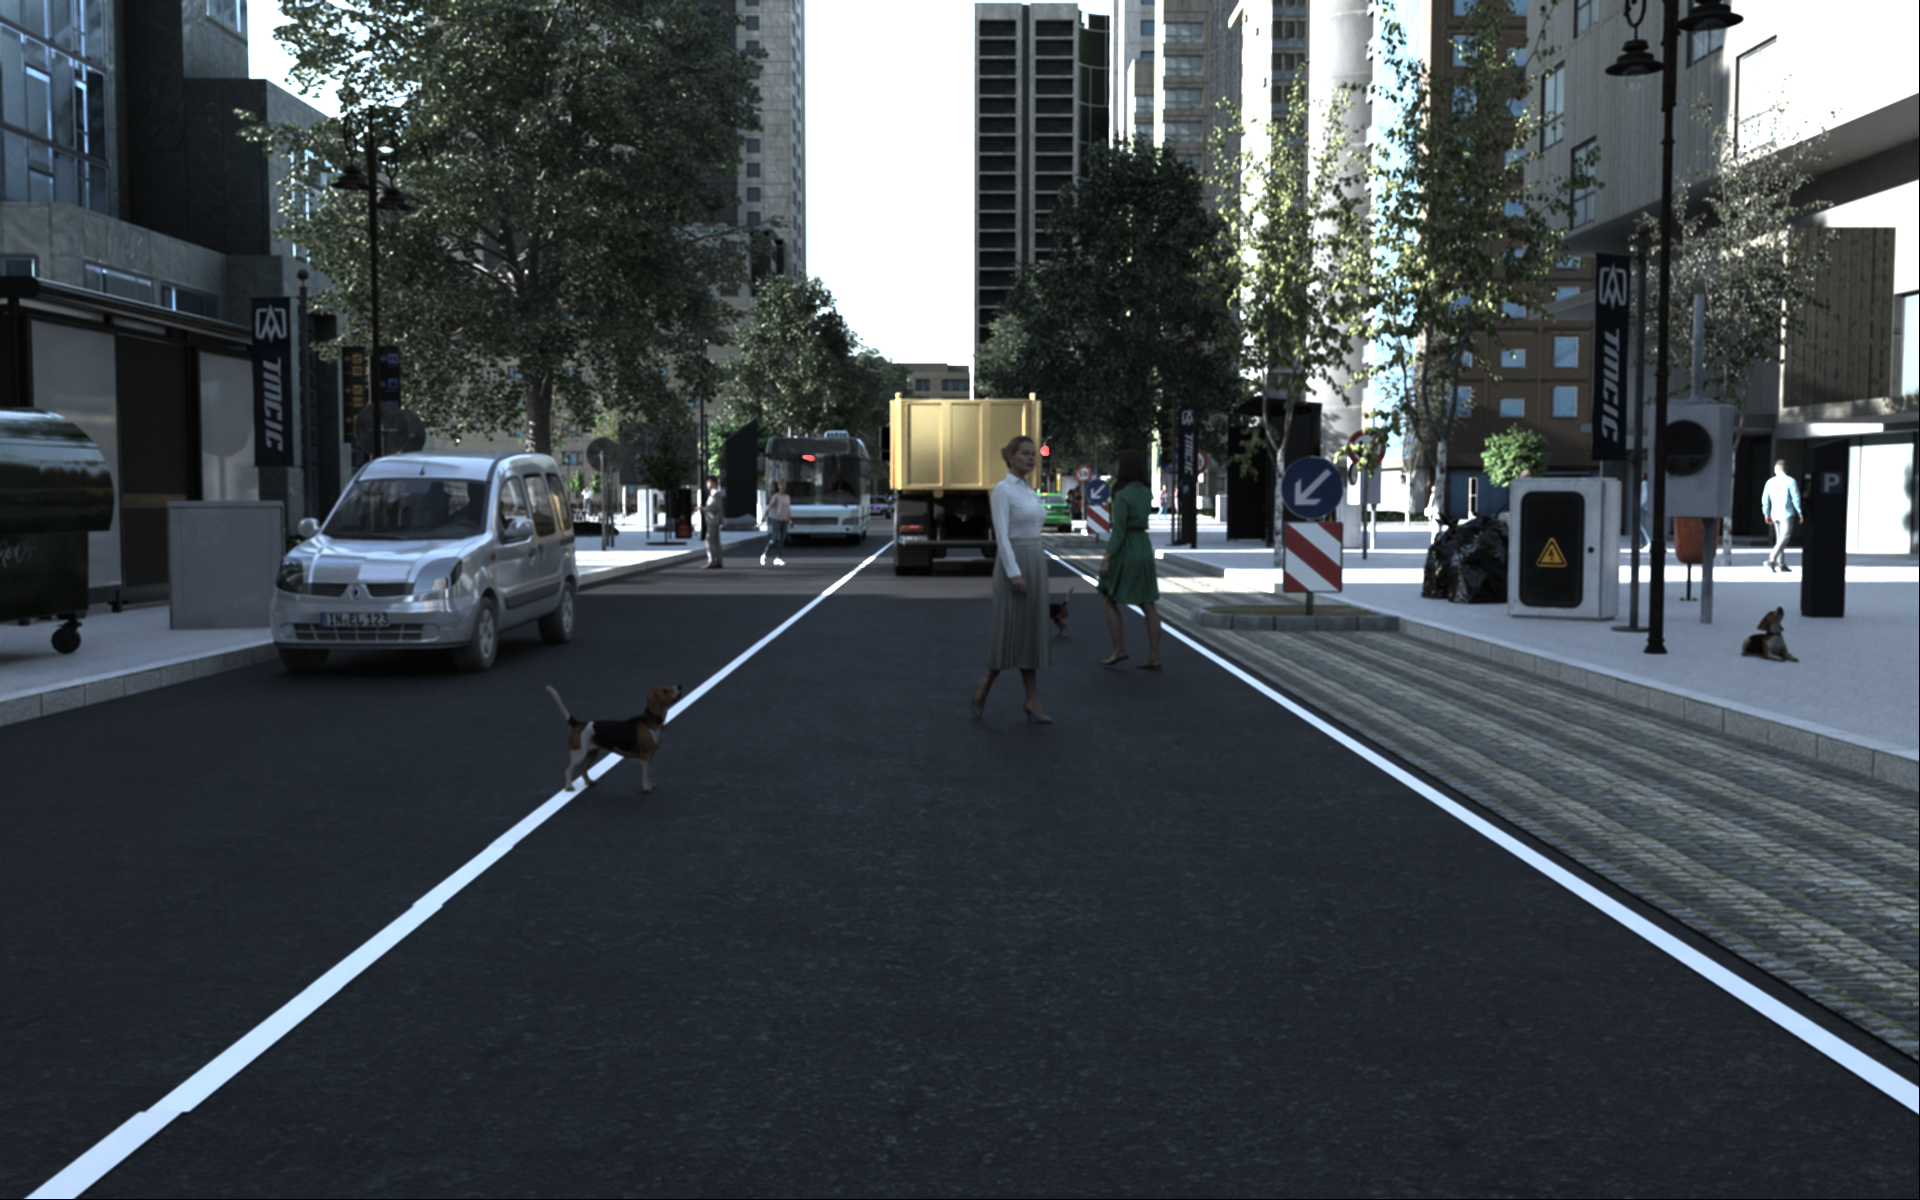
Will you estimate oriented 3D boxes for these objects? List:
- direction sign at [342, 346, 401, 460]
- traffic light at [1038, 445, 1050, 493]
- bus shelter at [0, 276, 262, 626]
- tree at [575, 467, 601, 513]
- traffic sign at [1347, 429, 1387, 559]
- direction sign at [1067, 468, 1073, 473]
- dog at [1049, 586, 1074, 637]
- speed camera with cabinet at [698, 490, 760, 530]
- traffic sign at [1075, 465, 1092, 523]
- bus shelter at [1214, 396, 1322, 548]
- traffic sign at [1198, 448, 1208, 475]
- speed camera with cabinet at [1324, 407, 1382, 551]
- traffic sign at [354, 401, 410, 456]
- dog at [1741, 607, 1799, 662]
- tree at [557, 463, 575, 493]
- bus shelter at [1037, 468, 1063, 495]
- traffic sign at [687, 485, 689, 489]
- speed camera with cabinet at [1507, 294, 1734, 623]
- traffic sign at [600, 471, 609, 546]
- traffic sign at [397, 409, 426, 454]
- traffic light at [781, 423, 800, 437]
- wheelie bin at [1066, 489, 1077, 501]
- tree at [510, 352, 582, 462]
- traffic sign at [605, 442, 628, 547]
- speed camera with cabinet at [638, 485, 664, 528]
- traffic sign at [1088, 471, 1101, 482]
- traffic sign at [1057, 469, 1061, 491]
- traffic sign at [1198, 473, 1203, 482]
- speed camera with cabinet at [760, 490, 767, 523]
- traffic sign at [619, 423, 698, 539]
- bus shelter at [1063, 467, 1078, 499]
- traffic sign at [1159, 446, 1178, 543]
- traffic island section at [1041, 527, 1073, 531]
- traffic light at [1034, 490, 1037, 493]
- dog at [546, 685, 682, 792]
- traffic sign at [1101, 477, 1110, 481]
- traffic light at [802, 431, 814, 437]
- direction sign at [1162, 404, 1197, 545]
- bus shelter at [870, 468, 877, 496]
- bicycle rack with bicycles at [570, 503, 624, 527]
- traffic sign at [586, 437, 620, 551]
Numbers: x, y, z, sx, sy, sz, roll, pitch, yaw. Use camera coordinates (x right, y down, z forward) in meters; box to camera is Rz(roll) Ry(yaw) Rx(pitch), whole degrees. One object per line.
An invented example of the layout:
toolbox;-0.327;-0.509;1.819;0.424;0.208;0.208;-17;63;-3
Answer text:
direction sign;-9.012;-2.116;26.588;0.876;3.537;0.379;0;4;-1
traffic light;3.361;-4.881;68.725;0.839;4.253;0.868;0;4;0
bus shelter;-9.891;-2.478;18.145;2.179;5.291;8.768;0;4;0
tree;-26.496;-7.724;120.880;1.663;3.219;1.824;0;3;0
traffic sign;7.950;-2.070;33.943;0.768;2.556;0.104;0;4;2
direction sign;8.261;-8.607;132.721;0.876;3.537;0.379;-1;4;-14
dog;0.886;0.124;17.255;0.406;0.507;0.540;1;4;15
speed camera with cabinet;-8.410;-4.171;62.537;2.038;3.252;0.660;1;4;11
traffic sign;5.457;-4.681;76.643;0.768;2.556;0.104;0;4;2
bus shelter;7.868;-3.261;44.608;1.731;3.624;6.357;0;4;0
traffic sign;6.424;-2.903;47.574;0.768;2.556;0.104;0;4;6
speed camera with cabinet;9.071;-2.798;40.086;0.660;3.252;2.038;-1;4;-11
traffic sign;-7.959;-1.453;23.867;0.768;2.556;0.104;0;3;0
dog;6.414;0.252;13.611;0.550;0.427;0.748;3;5;45
tree;-21.745;-5.930;91.550;1.663;3.219;1.824;0;3;0
bus shelter;5.747;-7.701;119.842;2.014;3.302;5.546;0;4;0
traffic sign;-10.741;-4.184;68.512;0.768;2.556;0.104;0;4;4
speed camera with cabinet;6.644;-1.415;17.477;2.038;3.252;0.660;3;4;37
traffic sign;-8.661;-2.593;42.504;0.768;2.556;0.104;0;4;2
traffic sign;-8.384;-1.582;25.978;0.768;2.556;0.104;0;4;2
traffic light;-6.700;-4.878;68.674;0.839;4.253;0.868;0;4;0
wheelie bin;7.450;-6.508;114.315;0.693;1.594;0.980;3;5;41
tree;-19.935;-8.138;83.412;4.360;8.622;3.978;0;3;0
traffic sign;-8.408;-2.551;41.821;0.768;2.556;0.104;0;4;3
speed camera with cabinet;-11.842;-4.411;66.464;0.660;3.252;2.038;0;4;3
traffic sign;7.286;-5.764;94.352;0.768;2.556;0.104;0;4;4
traffic sign;7.731;-9.071;142.184;2.265;3.308;0.079;0;4;8
traffic sign;8.593;-3.742;63.306;0.606;2.300;0.079;0;4;7
speed camera with cabinet;-9.111;-5.097;77.666;2.038;3.252;0.660;-2;4;-30
traffic sign;-8.634;-3.408;49.589;2.265;3.308;0.079;0;4;2
bus shelter;8.068;-7.926;123.506;2.014;3.302;5.546;0;4;0
traffic sign;5.612;-2.783;45.601;0.768;2.556;0.104;0;3;0
traffic island section;3.401;-2.848;68.839;2.009;0.180;2.903;0;4;0
traffic light;3.333;-5.369;76.710;0.839;4.253;0.868;0;4;0
dog;-1.671;0.666;8.402;0.540;0.507;0.406;-3;4;-36
traffic sign;8.339;-5.905;98.681;0.606;2.300;0.079;0;4;6
traffic light;-6.728;-5.366;76.659;0.839;4.253;0.868;0;4;0
direction sign;5.521;-3.158;43.629;0.876;3.537;0.379;1;4;19
bus shelter;-7.771;-9.893;139.375;2.179;5.291;8.768;0;4;0
bicycle rack with bicycles;-14.592;-3.322;67.704;2.852;0.926;2.925;1;4;23
traffic sign;-8.033;-2.378;38.993;0.768;2.556;0.104;0;4;4
